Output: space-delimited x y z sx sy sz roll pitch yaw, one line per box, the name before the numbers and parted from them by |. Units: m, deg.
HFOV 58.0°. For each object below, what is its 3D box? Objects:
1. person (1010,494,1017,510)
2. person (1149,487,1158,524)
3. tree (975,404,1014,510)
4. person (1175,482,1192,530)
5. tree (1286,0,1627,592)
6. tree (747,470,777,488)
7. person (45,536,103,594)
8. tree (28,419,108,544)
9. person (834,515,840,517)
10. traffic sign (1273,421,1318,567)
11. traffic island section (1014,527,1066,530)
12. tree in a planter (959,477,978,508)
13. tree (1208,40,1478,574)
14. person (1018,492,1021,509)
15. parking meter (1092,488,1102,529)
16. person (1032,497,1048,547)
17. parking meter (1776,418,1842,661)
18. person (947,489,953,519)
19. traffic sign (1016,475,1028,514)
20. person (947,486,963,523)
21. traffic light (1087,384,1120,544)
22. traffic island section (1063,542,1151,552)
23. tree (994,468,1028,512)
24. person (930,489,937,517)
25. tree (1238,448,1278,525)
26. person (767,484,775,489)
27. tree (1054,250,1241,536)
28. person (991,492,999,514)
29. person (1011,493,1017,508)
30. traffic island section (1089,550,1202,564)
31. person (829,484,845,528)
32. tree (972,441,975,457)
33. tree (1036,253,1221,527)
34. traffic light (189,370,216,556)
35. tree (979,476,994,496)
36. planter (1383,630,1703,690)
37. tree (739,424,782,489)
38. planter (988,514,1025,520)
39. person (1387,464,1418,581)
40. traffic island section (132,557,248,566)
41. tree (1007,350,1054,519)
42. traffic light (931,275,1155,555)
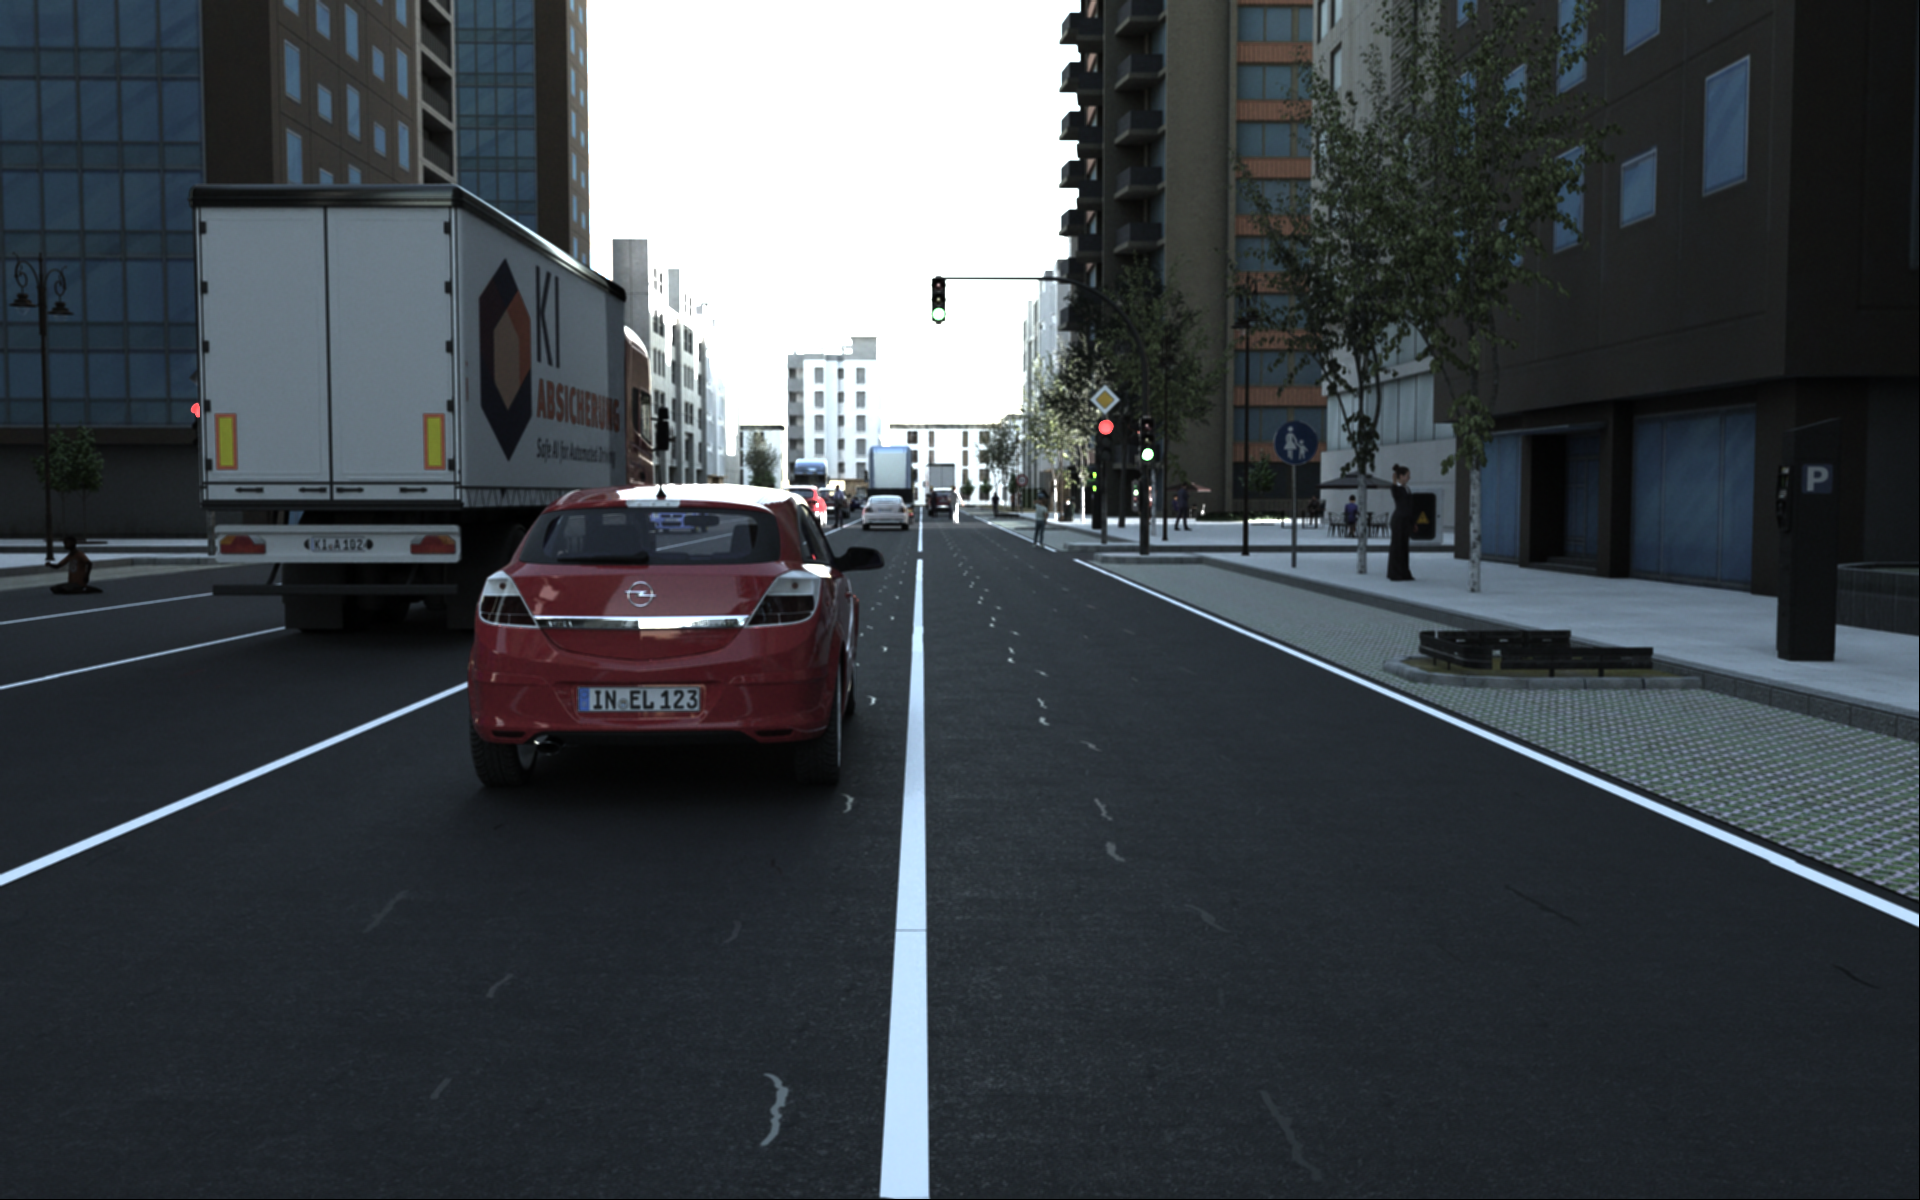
person | 4.195 -7.781 136.527 0.557 1.426 1.065 -2 4 -28
person | 8.138 -4.061 73.898 0.517 1.644 0.566 0 4 -7
tree | 3.619 -11.516 138.642 4.360 8.622 3.978 0 3 0
person | 7.873 -3.310 61.087 0.530 1.710 0.541 -1 4 -17
tree | 6.495 -4.407 22.418 4.737 8.622 4.395 0 3 0
tree | -21.993 -12.861 193.987 4.285 4.588 4.351 0 3 0
person | -12.810 -0.495 24.888 0.859 0.850 0.655 2 4 31
tree | -24.535 -3.213 47.134 1.663 3.219 1.824 0 3 0
person | -7.885 -6.094 110.002 0.662 1.594 0.647 1 4 16
traffic sign | 5.840 -1.842 30.216 0.768 2.556 0.104 0 4 2
traffic island section | 3.173 -2.833 69.180 1.991 0.108 1.994 0 4 -1
tree in a planter | 0.848 -10.819 174.107 1.991 3.239 1.994 0 4 -1
tree | 6.241 -4.727 27.643 4.360 8.622 3.978 0 3 0
person | 5.276 -8.794 151.297 0.415 1.643 0.593 -3 5 -44
parking meter | 4.995 -3.344 63.081 0.372 1.533 0.369 0 3 0
person | 2.147 -2.100 46.737 0.435 1.345 0.340 0 4 5
parking meter | 6.530 -0.468 13.357 0.399 1.863 0.255 0 4 5
person | -0.467 -5.487 99.153 0.436 1.711 0.756 2 4 32
traffic sign | 4.042 -6.905 113.000 0.768 2.556 0.104 0 4 8
person | -0.208 -4.679 85.146 0.875 1.805 0.789 2 4 27
traffic light | 3.685 -3.394 44.406 0.839 4.253 0.868 0 4 -1
traffic island section | 3.726 -1.360 44.521 2.009 0.180 2.903 0 4 -1
tree | 3.912 -8.086 126.806 1.663 3.219 1.824 0 3 0
person | -1.671 -5.965 106.470 0.683 1.767 0.568 3 5 41
tree | 12.686 -4.763 72.479 1.663 3.219 1.824 0 3 0
person | -5.500 -2.510 50.337 0.445 1.727 0.742 0 4 7
tree | 6.146 -6.264 52.777 4.737 8.622 4.395 0 3 0
person | 2.353 -6.177 111.697 0.471 1.553 0.569 -3 5 -44
person | 5.035 -9.523 162.409 0.551 1.740 0.621 -3 5 -44
traffic island section | 3.903 -0.872 36.538 2.009 0.180 2.903 0 4 -1
person | -5.247 -3.973 73.324 0.709 1.838 0.599 3 4 38
tree | 3.208 -12.564 155.783 4.360 8.622 3.978 0 3 0
tree | 6.537 -8.072 66.388 7.601 10.594 8.767 -1 4 -21
traffic light | -15.574 -2.878 35.978 0.839 4.253 0.868 0 4 -1
tree | 2.635 -11.361 180.348 1.663 3.219 1.824 0 3 0
planter | 4.407 0.462 13.585 1.991 0.319 1.994 0 4 -1
tree | -21.095 -14.057 180.199 4.360 8.622 3.978 0 3 0
planter | 2.568 -4.619 96.652 1.991 0.319 1.994 0 4 -1
person | 6.532 -1.142 25.513 0.445 1.727 0.742 1 4 12
traffic island section | -15.614 -0.846 36.112 2.009 0.180 2.903 0 4 -1
tree | 4.704 -8.415 87.949 4.737 8.622 4.395 0 3 0
traffic light | 1.773 -3.766 36.236 4.771 5.953 1.251 0 4 -1
